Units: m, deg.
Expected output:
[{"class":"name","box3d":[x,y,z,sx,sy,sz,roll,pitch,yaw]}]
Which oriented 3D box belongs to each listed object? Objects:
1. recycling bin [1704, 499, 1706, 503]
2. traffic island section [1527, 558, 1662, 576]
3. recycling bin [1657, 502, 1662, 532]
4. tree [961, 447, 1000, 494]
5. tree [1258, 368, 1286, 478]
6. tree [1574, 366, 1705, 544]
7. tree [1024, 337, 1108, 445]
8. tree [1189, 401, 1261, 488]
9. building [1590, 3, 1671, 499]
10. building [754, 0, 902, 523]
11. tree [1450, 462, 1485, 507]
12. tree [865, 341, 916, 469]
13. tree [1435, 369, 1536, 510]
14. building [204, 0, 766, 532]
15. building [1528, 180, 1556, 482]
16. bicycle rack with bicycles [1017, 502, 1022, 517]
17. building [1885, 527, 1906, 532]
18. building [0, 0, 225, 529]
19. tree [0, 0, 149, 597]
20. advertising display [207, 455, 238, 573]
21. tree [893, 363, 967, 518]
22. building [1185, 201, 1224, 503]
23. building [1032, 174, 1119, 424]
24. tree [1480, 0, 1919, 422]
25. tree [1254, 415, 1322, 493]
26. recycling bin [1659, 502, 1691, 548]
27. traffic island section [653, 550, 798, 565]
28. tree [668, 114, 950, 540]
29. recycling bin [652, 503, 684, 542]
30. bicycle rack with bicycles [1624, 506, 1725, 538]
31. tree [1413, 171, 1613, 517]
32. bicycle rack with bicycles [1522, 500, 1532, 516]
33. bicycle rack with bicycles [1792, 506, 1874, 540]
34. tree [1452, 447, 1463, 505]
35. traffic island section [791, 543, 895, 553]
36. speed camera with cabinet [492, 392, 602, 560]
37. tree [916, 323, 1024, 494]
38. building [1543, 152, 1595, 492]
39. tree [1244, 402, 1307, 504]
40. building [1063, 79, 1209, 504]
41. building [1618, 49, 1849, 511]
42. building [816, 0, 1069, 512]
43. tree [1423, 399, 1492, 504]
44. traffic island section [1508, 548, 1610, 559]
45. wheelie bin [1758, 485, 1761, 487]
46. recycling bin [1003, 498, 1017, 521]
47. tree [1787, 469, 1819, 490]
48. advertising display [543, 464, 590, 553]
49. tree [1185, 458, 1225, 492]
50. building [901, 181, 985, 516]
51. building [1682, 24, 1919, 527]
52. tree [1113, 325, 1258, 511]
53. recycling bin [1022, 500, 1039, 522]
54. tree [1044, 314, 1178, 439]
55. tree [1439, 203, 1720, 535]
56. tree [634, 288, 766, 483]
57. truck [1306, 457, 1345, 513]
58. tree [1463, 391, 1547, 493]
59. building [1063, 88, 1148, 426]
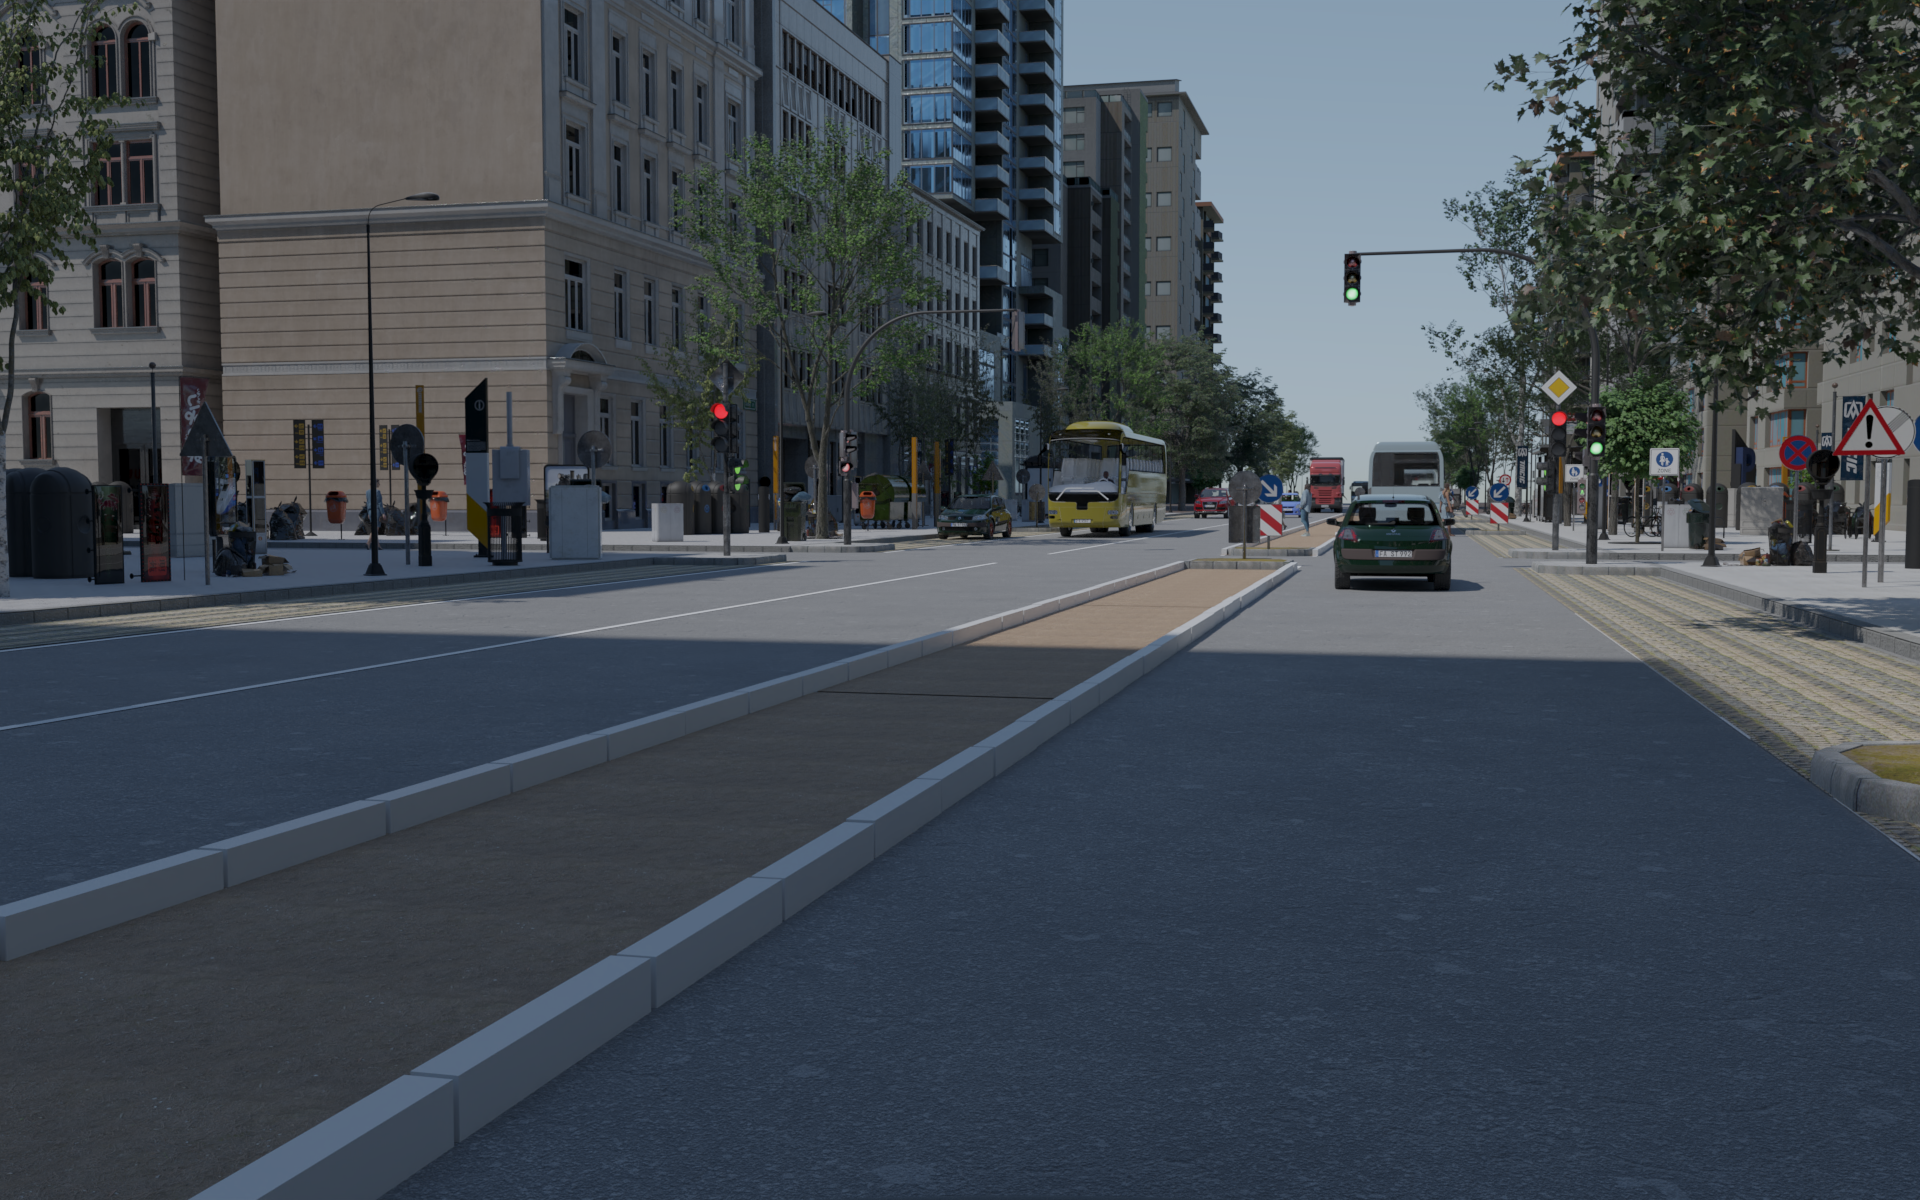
[{"class":"recycling bin","box3d":[38.516,-4.674,88.968,0.722,1.027,0.722,-1,4,-19]},{"class":"traffic island section","box3d":[11.588,-0.579,31.753,2.009,0.180,2.903,1,4,14]},{"class":"recycling bin","box3d":[23.648,-2.747,57.465,0.722,1.027,0.722,-1,4,-22]},{"class":"tree","box3d":[1.147,-4.614,70.034,1.663,3.219,1.824,0,3,0]},{"class":"tree","box3d":[28.088,-16.373,174.359,9.857,13.997,8.962,0,3,0]},{"class":"tree","box3d":[17.545,-3.733,44.741,4.285,4.588,4.351,0,3,0]},{"class":"tree","box3d":[4.652,-7.971,80.687,4.360,8.622,3.978,0,3,0]},{"class":"tree","box3d":[24.194,-13.774,159.612,7.601,10.594,8.767,-3,5,-43]},{"class":"building","box3d":[71.932,-34.561,154.315,28.713,52.752,27.495,1,4,14]},{"class":"building","box3d":[-11.537,-16.480,87.477,12.078,24.808,19.932,1,4,14]},{"class":"tree","box3d":[51.426,-11.706,175.098,4.285,4.588,4.351,0,3,0]},{"class":"tree","box3d":[-2.521,-8.018,81.459,4.360,8.622,3.978,0,3,0]},{"class":"tree","box3d":[43.645,-13.258,142.530,9.928,11.665,9.643,0,3,0]},{"class":"building","box3d":[-17.300,-17.252,67.982,13.634,28.700,20.117,1,4,14]},{"class":"building","box3d":[93.074,-38.184,243.919,23.786,49.044,30.456,1,4,14]},{"class":"bicycle rack with bicycles","box3d":[3.501,-5.212,98.593,2.852,0.926,2.925,3,5,41]},{"class":"building","box3d":[46.333,-12.844,55.045,28.899,21.520,27.650,1,4,14]},{"class":"building","box3d":[-36.558,-17.234,69.158,23.554,28.519,14.401,1,4,14]},{"class":"tree","box3d":[-12.155,-4.344,21.387,4.737,8.622,4.395,0,3,0]},{"class":"advertising display","box3d":[-12.159,-1.430,28.587,0.123,1.923,0.974,0,4,-3]},{"class":"tree","box3d":[-1.493,-8.635,91.552,4.737,8.622,4.395,0,3,0]},{"class":"building","box3d":[26.662,-36.679,254.329,22.147,44.769,28.867,1,4,14]},{"class":"building","box3d":[6.426,-23.645,158.297,14.160,30.474,14.107,1,4,14]},{"class":"tree","box3d":[9.509,-6.036,15.691,9.611,12.733,9.660,0,3,0]},{"class":"tree","box3d":[46.032,-19.298,241.278,9.928,11.665,9.643,0,3,0]},{"class":"recycling bin","box3d":[17.136,-1.757,41.277,0.722,1.027,0.722,1,4,23]},{"class":"traffic island section","box3d":[-4.860,-0.839,36.004,2.009,0.180,2.903,1,4,14]},{"class":"tree","box3d":[-4.049,-7.539,49.022,9.928,11.665,9.643,0,3,0]},{"class":"recycling bin","box3d":[-7.879,-2.086,46.663,0.722,1.027,0.722,-1,4,-22]},{"class":"bicycle rack with bicycles","box3d":[21.118,-2.314,51.221,2.925,0.926,2.852,0,4,1]},{"class":"tree","box3d":[32.799,-14.860,98.843,12.611,20.169,13.585,0,3,0]},{"class":"bicycle rack with bicycles","box3d":[33.444,-5.492,103.182,2.852,0.926,2.925,0,4,2]},{"class":"bicycle rack with bicycles","box3d":[25.328,-2.246,50.106,2.852,0.926,2.925,3,5,39]},{"class":"tree","box3d":[61.562,-15.961,211.332,4.360,8.622,3.978,0,3,0]},{"class":"traffic island section","box3d":[-2.857,-1.312,43.735,2.009,0.180,2.903,1,4,14]},{"class":"speed camera with cabinet","box3d":[-8.070,-2.419,33.881,2.038,3.252,0.660,-1,4,-8]},{"class":"tree","box3d":[0.373,-7.642,75.311,4.360,8.622,3.978,0,3,0]},{"class":"building","box3d":[84.942,-34.309,215.569,22.147,44.769,28.867,1,4,14]},{"class":"tree","box3d":[37.816,-17.772,208.705,7.486,12.596,7.792,0,3,0]},{"class":"building","box3d":[16.861,-39.041,227.561,28.713,52.752,27.495,1,4,14]},{"class":"building","box3d":[67.273,-26.757,129.359,32.217,40.220,23.993,1,4,14]},{"class":"building","box3d":[-3.283,-50.347,135.840,22.319,86.520,31.000,1,4,14]},{"class":"tree","box3d":[65.121,-19.508,225.605,9.857,13.997,8.962,0,3,0]},{"class":"traffic island section","box3d":[13.592,-1.052,39.483,2.009,0.180,2.903,1,4,14]},{"class":"wheelie bin","box3d":[28.740,-3.327,62.305,0.693,1.594,0.980,2,4,30]},{"class":"recycling bin","box3d":[2.308,-4.327,83.299,0.722,1.027,0.722,-1,4,-17]},{"class":"tree","box3d":[32.051,-4.316,65.163,1.663,3.219,1.824,0,3,0]},{"class":"advertising display","box3d":[-8.536,-1.983,37.635,0.974,1.923,0.123,0,4,-7]},{"class":"tree","box3d":[20.896,-10.027,147.647,4.285,4.588,4.351,0,3,0]},{"class":"building","box3d":[-5.370,-15.691,105.692,9.793,20.994,18.267,1,4,14]},{"class":"building","box3d":[53.069,-14.736,85.971,27.650,21.520,28.899,1,4,14]},{"class":"tree","box3d":[16.639,-13.676,130.265,9.857,13.997,8.962,0,3,0]},{"class":"recycling bin","box3d":[3.344,-4.148,80.376,0.722,1.027,0.722,3,4,39]},{"class":"tree","box3d":[8.910,-10.764,101.753,9.928,11.665,9.643,0,3,0]},{"class":"tree","box3d":[20.191,-7.292,53.631,8.767,10.594,7.601,3,5,39]},{"class":"tree","box3d":[-8.905,-6.750,60.728,4.737,8.622,4.395,0,3,0]},{"class":"truck","box3d":[28.303,-8.849,133.602,2.839,4.237,11.283,1,4,13]},{"class":"tree","box3d":[36.931,-10.133,116.039,4.360,8.622,3.978,0,3,0]},{"class":"building","box3d":[10.491,-29.838,171.452,14.154,41.232,14.086,1,4,14]}]
